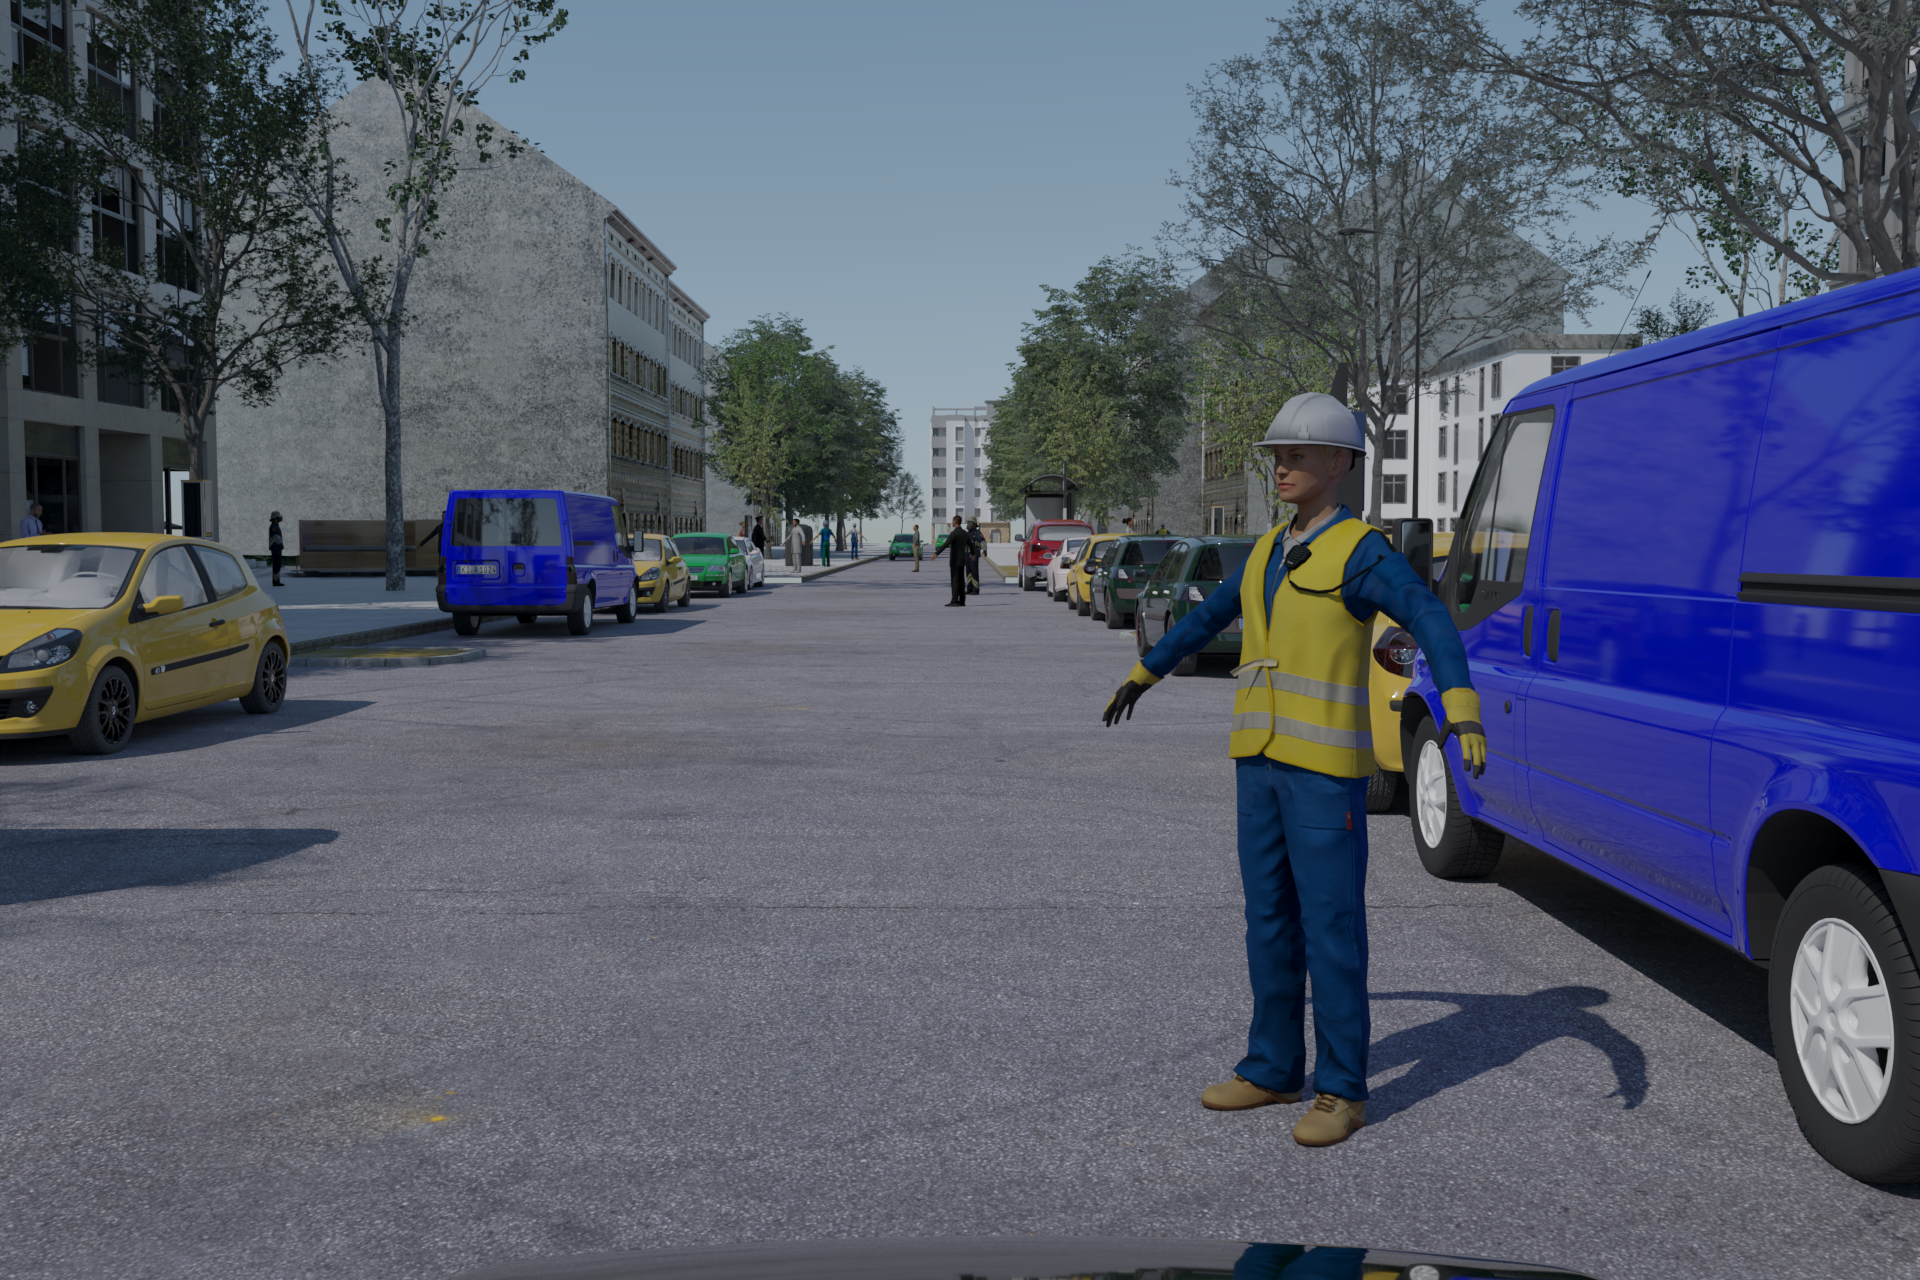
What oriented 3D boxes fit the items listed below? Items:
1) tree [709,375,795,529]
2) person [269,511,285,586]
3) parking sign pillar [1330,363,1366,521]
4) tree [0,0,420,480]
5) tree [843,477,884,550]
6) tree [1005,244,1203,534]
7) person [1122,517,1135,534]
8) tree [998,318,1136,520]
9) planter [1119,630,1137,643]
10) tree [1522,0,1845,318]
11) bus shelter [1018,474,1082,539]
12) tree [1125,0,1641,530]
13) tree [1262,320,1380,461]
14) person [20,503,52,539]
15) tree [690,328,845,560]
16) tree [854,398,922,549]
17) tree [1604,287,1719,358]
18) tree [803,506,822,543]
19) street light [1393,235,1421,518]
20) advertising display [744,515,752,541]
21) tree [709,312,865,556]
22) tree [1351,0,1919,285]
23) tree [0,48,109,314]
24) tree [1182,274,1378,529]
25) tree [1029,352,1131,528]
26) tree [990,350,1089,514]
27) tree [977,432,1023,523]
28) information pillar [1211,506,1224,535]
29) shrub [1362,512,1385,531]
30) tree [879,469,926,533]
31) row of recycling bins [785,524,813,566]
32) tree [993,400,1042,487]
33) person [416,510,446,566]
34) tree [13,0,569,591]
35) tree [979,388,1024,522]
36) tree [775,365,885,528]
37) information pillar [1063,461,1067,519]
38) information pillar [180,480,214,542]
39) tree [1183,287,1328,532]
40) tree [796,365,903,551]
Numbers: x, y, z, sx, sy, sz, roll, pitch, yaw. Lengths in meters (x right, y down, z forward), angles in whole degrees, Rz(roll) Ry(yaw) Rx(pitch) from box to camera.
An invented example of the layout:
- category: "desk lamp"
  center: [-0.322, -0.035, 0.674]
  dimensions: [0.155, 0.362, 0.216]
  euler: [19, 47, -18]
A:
- category: "tree"
  center: [-9.348, -7.888, 79.323]
  dimensions: [4.737, 8.622, 4.395]
  euler: [0, 3, 0]
- category: "person"
  center: [-16.770, -2.245, 42.571]
  dimensions: [0.704, 1.845, 1.351]
  euler: [-2, 4, -23]
- category: "parking sign pillar"
  center: [6.153, -2.416, 27.966]
  dimensions: [1.447, 3.967, 1.447]
  euler: [0, 4, 0]
- category: "tree"
  center: [-12.892, -5.754, 28.491]
  dimensions: [8.767, 10.594, 7.601]
  euler: [1, 4, 13]
- category: "tree"
  center: [-9.607, -12.626, 140.850]
  dimensions: [7.601, 10.594, 8.767]
  euler: [2, 4, 26]
- category: "tree"
  center: [6.367, -10.459, 77.664]
  dimensions: [9.857, 13.997, 8.962]
  euler: [0, 3, 0]
- category: "person"
  center: [4.755, -2.504, 47.709]
  dimensions: [0.721, 1.739, 1.217]
  euler: [1, 4, 8]
- category: "tree"
  center: [5.576, -10.615, 91.681]
  dimensions: [7.486, 12.596, 7.792]
  euler: [0, 3, 0]
- category: "planter"
  center: [3.188, -0.143, 23.478]
  dimensions: [1.991, 0.319, 1.994]
  euler: [0, 4, -1]
- category: "tree"
  center: [23.934, -12.075, 53.316]
  dimensions: [12.611, 20.169, 13.585]
  euler: [0, 3, 0]
- category: "bus shelter"
  center: [3.132, -4.111, 61.139]
  dimensions: [2.014, 3.302, 5.546]
  euler: [0, 4, 0]
- category: "tree"
  center: [8.800, -7.705, 36.347]
  dimensions: [12.009, 13.543, 11.850]
  euler: [0, 3, 0]
- category: "tree"
  center: [12.193, -6.567, 57.739]
  dimensions: [4.737, 8.622, 4.395]
  euler: [0, 3, 0]
- category: "person"
  center: [-16.628, -1.554, 31.326]
  dimensions: [0.599, 1.838, 0.709]
  euler: [0, 4, 5]
- category: "tree"
  center: [-9.618, -9.852, 86.832]
  dimensions: [9.928, 11.665, 9.643]
  euler: [0, 3, 0]
- category: "tree"
  center: [-8.892, -14.867, 153.437]
  dimensions: [12.009, 13.543, 11.850]
  euler: [0, 3, 0]
- category: "tree"
  center: [27.349, -7.968, 64.691]
  dimensions: [8.767, 10.594, 7.601]
  euler: [1, 4, 13]
- category: "tree"
  center: [-19.753, -17.911, 243.205]
  dimensions: [4.360, 8.622, 3.978]
  euler: [0, 3, 0]
- category: "street light"
  center: [7.485, -3.290, 26.334]
  dimensions: [1.470, 5.913, 1.316]
  euler: [0, 3, 0]
- category: "advertising display"
  center: [-7.163, -3.270, 58.684]
  dimensions: [0.123, 1.923, 0.974]
  euler: [0, 4, 2]
- category: "tree"
  center: [-9.694, -11.766, 99.036]
  dimensions: [9.857, 13.997, 8.962]
  euler: [0, 3, 0]
- category: "tree"
  center: [9.044, -6.488, 16.455]
  dimensions: [12.009, 13.543, 11.850]
  euler: [0, 3, 0]
- category: "tree"
  center: [-12.227, -5.046, 16.912]
  dimensions: [8.767, 10.594, 7.601]
  euler: [3, 5, 44]
- category: "tree"
  center: [12.539, -8.686, 67.777]
  dimensions: [9.928, 11.665, 9.643]
  euler: [0, 3, 0]
- category: "tree"
  center: [4.748, -7.289, 69.542]
  dimensions: [4.737, 8.622, 4.395]
  euler: [0, 3, 0]
- category: "tree"
  center: [5.485, -11.383, 104.234]
  dimensions: [7.486, 12.596, 7.792]
  euler: [0, 3, 0]
- category: "tree"
  center: [6.413, -15.180, 154.848]
  dimensions: [9.857, 13.997, 8.962]
  euler: [0, 3, 0]
- category: "information pillar"
  center: [6.804, -2.525, 45.774]
  dimensions: [0.304, 2.012, 0.304]
  euler: [0, 3, 0]
- category: "shrub"
  center: [14.623, -3.557, 62.202]
  dimensions: [1.661, 2.075, 1.752]
  euler: [0, 3, 0]
- category: "tree"
  center: [-8.120, -19.210, 248.500]
  dimensions: [7.601, 10.594, 8.767]
  euler: [0, 4, 1]
- category: "row of recycling bins"
  center: [-6.503, -3.874, 70.446]
  dimensions: [1.069, 1.692, 3.534]
  euler: [0, 4, 0]
- category: "tree"
  center: [5.968, -11.637, 116.013]
  dimensions: [9.928, 11.665, 9.643]
  euler: [0, 3, 0]
- category: "person"
  center: [-11.766, -2.053, 39.630]
  dimensions: [1.348, 1.821, 0.705]
  euler: [1, 4, 9]
- category: "tree"
  center: [-14.143, -11.223, 39.394]
  dimensions: [12.611, 20.169, 13.585]
  euler: [0, 3, 0]
- category: "tree"
  center: [6.176, -14.480, 143.395]
  dimensions: [9.857, 13.997, 8.962]
  euler: [0, 3, 0]
- category: "tree"
  center: [-8.827, -12.068, 115.440]
  dimensions: [7.486, 12.596, 7.792]
  euler: [0, 3, 0]
- category: "information pillar"
  center: [3.356, -3.925, 55.527]
  dimensions: [0.183, 3.616, 0.504]
  euler: [0, 4, 0]
- category: "information pillar"
  center: [-10.377, -1.169, 23.599]
  dimensions: [0.304, 2.012, 0.304]
  euler: [0, 3, 0]
- category: "tree"
  center: [8.773, -6.080, 49.770]
  dimensions: [4.737, 8.622, 4.395]
  euler: [0, 3, 0]
- category: "tree"
  center: [-8.882, -13.594, 128.909]
  dimensions: [9.857, 13.997, 8.962]
  euler: [0, 3, 0]
